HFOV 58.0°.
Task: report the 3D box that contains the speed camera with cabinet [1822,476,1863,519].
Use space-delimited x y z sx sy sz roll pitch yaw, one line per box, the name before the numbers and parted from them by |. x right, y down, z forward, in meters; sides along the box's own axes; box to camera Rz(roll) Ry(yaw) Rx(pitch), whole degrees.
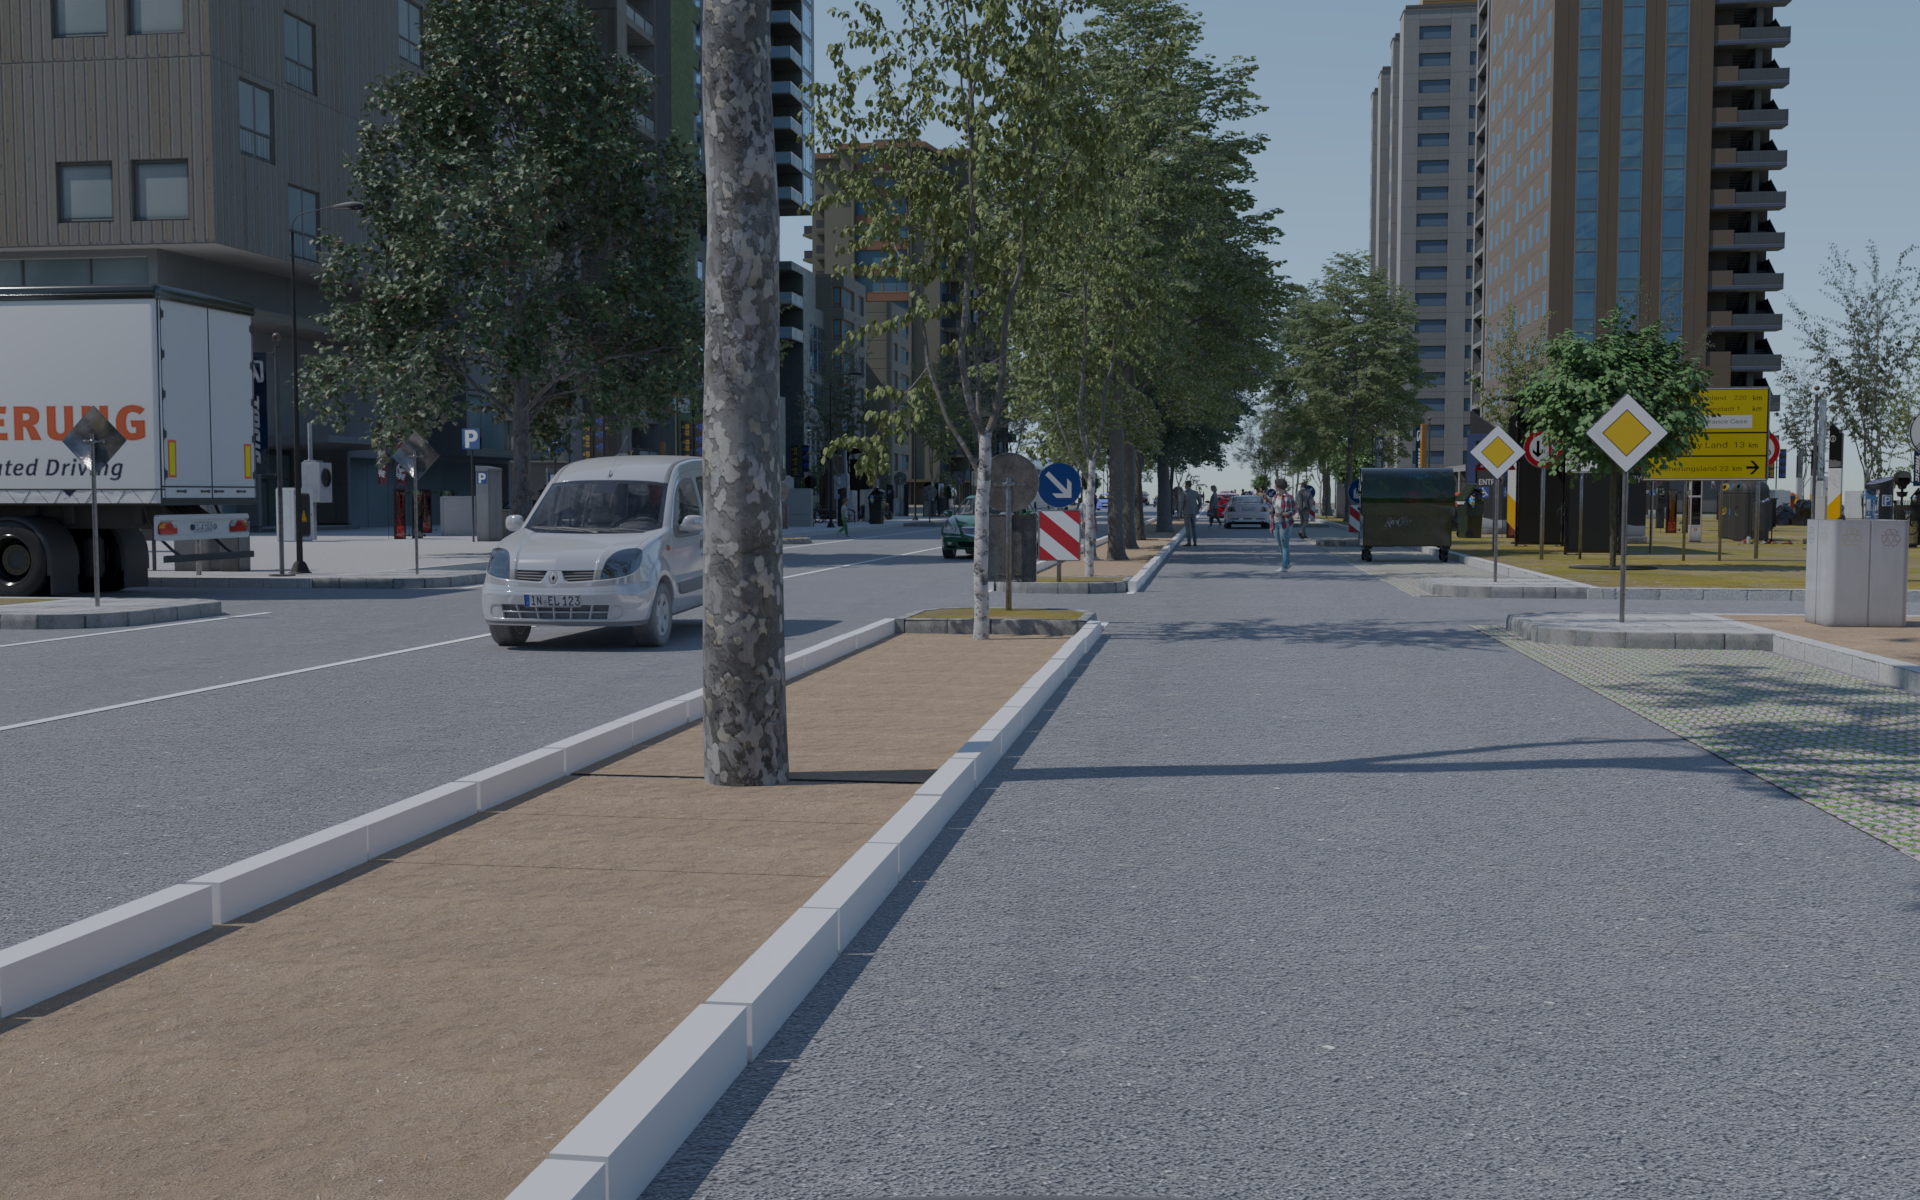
speed camera with cabinet | 45.991 -5.851 90.003 2.038 3.252 0.660 3 4 37

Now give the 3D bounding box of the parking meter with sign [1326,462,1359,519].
parking meter with sign | 20.113 -5.791 90.940 1.738 3.016 0.543 0 4 7

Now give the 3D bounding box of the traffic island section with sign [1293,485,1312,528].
traffic island section with sign | 14.825 -4.034 74.592 1.989 1.847 2.006 1 4 8

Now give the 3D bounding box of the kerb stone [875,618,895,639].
kerb stone | -0.781 0.296 17.363 0.120 0.150 1.000 1 4 8

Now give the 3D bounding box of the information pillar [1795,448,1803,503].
information pillar | 42.609 -5.907 87.928 0.504 3.616 0.183 -2 4 -34

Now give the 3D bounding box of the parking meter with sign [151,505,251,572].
parking meter with sign | -12.690 -1.990 28.792 1.738 3.016 0.543 1 4 10

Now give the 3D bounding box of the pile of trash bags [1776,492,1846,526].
pile of trash bags | 33.743 -3.701 70.265 3.447 1.369 1.912 -1 4 -16

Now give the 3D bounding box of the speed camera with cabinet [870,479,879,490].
speed camera with cabinet | -5.753 -6.617 102.528 2.038 3.252 0.660 2 4 35

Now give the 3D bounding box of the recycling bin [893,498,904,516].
recycling bin | -3.495 -5.417 101.122 0.722 1.027 0.722 -1 4 -11

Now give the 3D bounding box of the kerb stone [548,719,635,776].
kerb stone | -1.979 0.791 9.264 0.120 0.150 1.000 1 4 8

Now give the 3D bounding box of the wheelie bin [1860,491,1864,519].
wheelie bin | 42.084 -4.414 80.082 0.980 1.594 0.693 -1 4 -21

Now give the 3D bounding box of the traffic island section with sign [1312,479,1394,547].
traffic island section with sign | 10.821 -2.381 47.565 1.989 1.847 2.006 1 4 8

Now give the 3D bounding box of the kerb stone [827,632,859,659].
kerb stone | -1.083 0.420 15.336 0.120 0.150 1.000 1 4 8

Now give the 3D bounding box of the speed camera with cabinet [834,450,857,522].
speed camera with cabinet | -5.229 -5.187 79.147 0.660 3.252 2.038 1 4 12

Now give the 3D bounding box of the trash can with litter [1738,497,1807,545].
trash can with litter | 20.977 -2.036 44.353 2.233 1.210 1.678 1 4 10

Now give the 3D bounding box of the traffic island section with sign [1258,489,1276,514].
traffic island section with sign | 22.166 -7.053 123.948 1.989 1.847 2.006 1 4 8

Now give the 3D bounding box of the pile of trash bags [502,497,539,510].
pile of trash bags | -15.871 -3.450 66.159 3.447 1.369 1.912 -2 4 -31

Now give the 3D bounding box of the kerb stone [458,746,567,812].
kerb stone | -2.131 0.855 8.250 0.120 0.150 1.000 1 4 8

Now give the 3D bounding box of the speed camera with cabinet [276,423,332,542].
speed camera with cabinet | -17.923 -3.242 47.348 0.660 3.252 2.038 0 4 8

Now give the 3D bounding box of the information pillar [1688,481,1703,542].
information pillar | 19.638 -2.554 46.246 0.304 2.012 0.304 1 4 15

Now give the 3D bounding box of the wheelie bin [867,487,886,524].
wheelie bin | -3.547 -4.053 74.181 0.693 1.594 0.980 1 4 11

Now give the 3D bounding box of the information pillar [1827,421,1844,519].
information pillar | 28.132 -3.934 55.679 0.183 3.616 0.504 -2 4 -25

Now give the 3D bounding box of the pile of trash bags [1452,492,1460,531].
pile of trash bags | 17.096 -3.083 60.166 3.447 1.369 1.912 0 4 0

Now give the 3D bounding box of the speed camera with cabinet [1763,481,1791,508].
speed camera with cabinet | 35.363 -4.980 75.761 2.038 3.252 0.660 -1 4 -22

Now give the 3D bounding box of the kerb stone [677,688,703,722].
kerb stone | -1.672 0.668 11.286 0.120 0.150 1.000 1 4 8

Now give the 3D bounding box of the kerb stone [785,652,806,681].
kerb stone | -1.377 0.543 13.311 0.120 0.150 1.000 1 4 8

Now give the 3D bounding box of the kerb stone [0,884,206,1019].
kerb stone | -2.585 1.040 5.196 0.120 0.150 1.000 1 4 8

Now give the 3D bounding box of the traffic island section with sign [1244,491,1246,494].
traffic island section with sign | 34.224 -12.022 205.189 1.989 1.847 2.006 1 4 8

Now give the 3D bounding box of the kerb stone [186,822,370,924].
kerb stone | -2.429 0.977 6.223 0.120 0.150 1.000 1 4 8

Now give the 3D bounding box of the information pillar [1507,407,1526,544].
information pillar | 14.250 -3.239 44.313 0.183 3.616 0.504 -2 4 -33

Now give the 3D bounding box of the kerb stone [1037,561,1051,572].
kerb stone | 1.580 -0.670 33.181 0.120 0.150 1.000 1 4 8

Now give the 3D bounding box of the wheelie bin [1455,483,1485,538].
wheelie bin | 14.899 -2.609 50.557 0.693 1.594 0.980 -1 4 -10

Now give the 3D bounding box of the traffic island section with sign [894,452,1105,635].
traffic island section with sign | 0.443 -0.633 18.489 2.006 1.907 1.989 1 4 8

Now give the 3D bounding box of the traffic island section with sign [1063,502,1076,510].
traffic island section with sign | 9.957 -8.844 153.232 1.989 1.847 2.006 1 4 8

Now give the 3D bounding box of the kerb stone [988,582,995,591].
kerb stone | 0.509 -0.236 26.059 0.120 0.150 1.000 1 4 8

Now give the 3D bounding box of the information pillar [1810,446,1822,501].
information pillar | 38.317 -5.268 77.479 0.504 3.616 0.183 1 4 20

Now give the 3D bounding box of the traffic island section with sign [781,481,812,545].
traffic island section with sign | -5.365 -2.537 50.113 1.989 1.847 2.006 1 4 8

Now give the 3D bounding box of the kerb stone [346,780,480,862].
kerb stone | -2.286 0.919 7.236 0.120 0.150 1.000 1 4 8

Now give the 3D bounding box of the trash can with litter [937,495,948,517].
trash can with litter | -1.377 -5.193 95.970 2.233 1.210 1.678 -1 4 -15

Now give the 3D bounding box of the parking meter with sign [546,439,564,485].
parking meter with sign | -11.815 -3.318 50.505 0.543 3.016 1.738 -1 4 -14

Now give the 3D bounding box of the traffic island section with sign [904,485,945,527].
traffic island section with sign | -1.364 -4.182 76.998 1.989 1.847 2.006 1 4 8

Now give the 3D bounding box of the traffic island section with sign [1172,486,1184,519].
traffic island section with sign | 12.574 -5.627 100.141 2.006 1.907 1.989 1 4 8

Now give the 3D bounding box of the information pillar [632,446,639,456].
information pillar | -15.881 -5.705 84.634 0.183 3.616 0.504 3 4 36

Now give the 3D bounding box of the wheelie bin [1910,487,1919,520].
wheelie bin | 44.930 -4.481 81.167 0.693 1.594 0.980 2 4 34

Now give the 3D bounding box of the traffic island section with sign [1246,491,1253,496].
traffic island section with sign | 26.173 -8.702 150.912 1.989 1.847 2.006 1 4 8

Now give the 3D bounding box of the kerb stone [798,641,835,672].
kerb stone | -1.224 0.482 14.322 0.120 0.150 1.000 1 4 8

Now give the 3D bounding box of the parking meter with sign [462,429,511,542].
parking meter with sign | -12.748 -3.102 46.984 0.543 3.016 1.738 1 4 18

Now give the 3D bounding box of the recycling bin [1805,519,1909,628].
recycling bin | 8.778 -0.270 16.971 0.722 1.027 0.722 1 4 8

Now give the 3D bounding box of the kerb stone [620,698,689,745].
kerb stone | -1.831 0.731 10.276 0.120 0.150 1.000 1 4 8

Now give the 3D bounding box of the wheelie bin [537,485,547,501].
wheelie bin | -13.835 -3.081 58.290 0.693 1.594 0.980 -2 4 -35

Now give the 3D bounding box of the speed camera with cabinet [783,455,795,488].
speed camera with cabinet | -8.554 -5.647 86.658 0.660 3.252 2.038 -1 4 -8

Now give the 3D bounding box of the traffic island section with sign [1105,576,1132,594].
traffic island section with sign | 1.541 -1.081 25.814 2.006 1.907 1.989 1 4 8

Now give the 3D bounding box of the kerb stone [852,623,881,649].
kerb stone | -0.924 0.358 16.350 0.120 0.150 1.000 1 4 8
